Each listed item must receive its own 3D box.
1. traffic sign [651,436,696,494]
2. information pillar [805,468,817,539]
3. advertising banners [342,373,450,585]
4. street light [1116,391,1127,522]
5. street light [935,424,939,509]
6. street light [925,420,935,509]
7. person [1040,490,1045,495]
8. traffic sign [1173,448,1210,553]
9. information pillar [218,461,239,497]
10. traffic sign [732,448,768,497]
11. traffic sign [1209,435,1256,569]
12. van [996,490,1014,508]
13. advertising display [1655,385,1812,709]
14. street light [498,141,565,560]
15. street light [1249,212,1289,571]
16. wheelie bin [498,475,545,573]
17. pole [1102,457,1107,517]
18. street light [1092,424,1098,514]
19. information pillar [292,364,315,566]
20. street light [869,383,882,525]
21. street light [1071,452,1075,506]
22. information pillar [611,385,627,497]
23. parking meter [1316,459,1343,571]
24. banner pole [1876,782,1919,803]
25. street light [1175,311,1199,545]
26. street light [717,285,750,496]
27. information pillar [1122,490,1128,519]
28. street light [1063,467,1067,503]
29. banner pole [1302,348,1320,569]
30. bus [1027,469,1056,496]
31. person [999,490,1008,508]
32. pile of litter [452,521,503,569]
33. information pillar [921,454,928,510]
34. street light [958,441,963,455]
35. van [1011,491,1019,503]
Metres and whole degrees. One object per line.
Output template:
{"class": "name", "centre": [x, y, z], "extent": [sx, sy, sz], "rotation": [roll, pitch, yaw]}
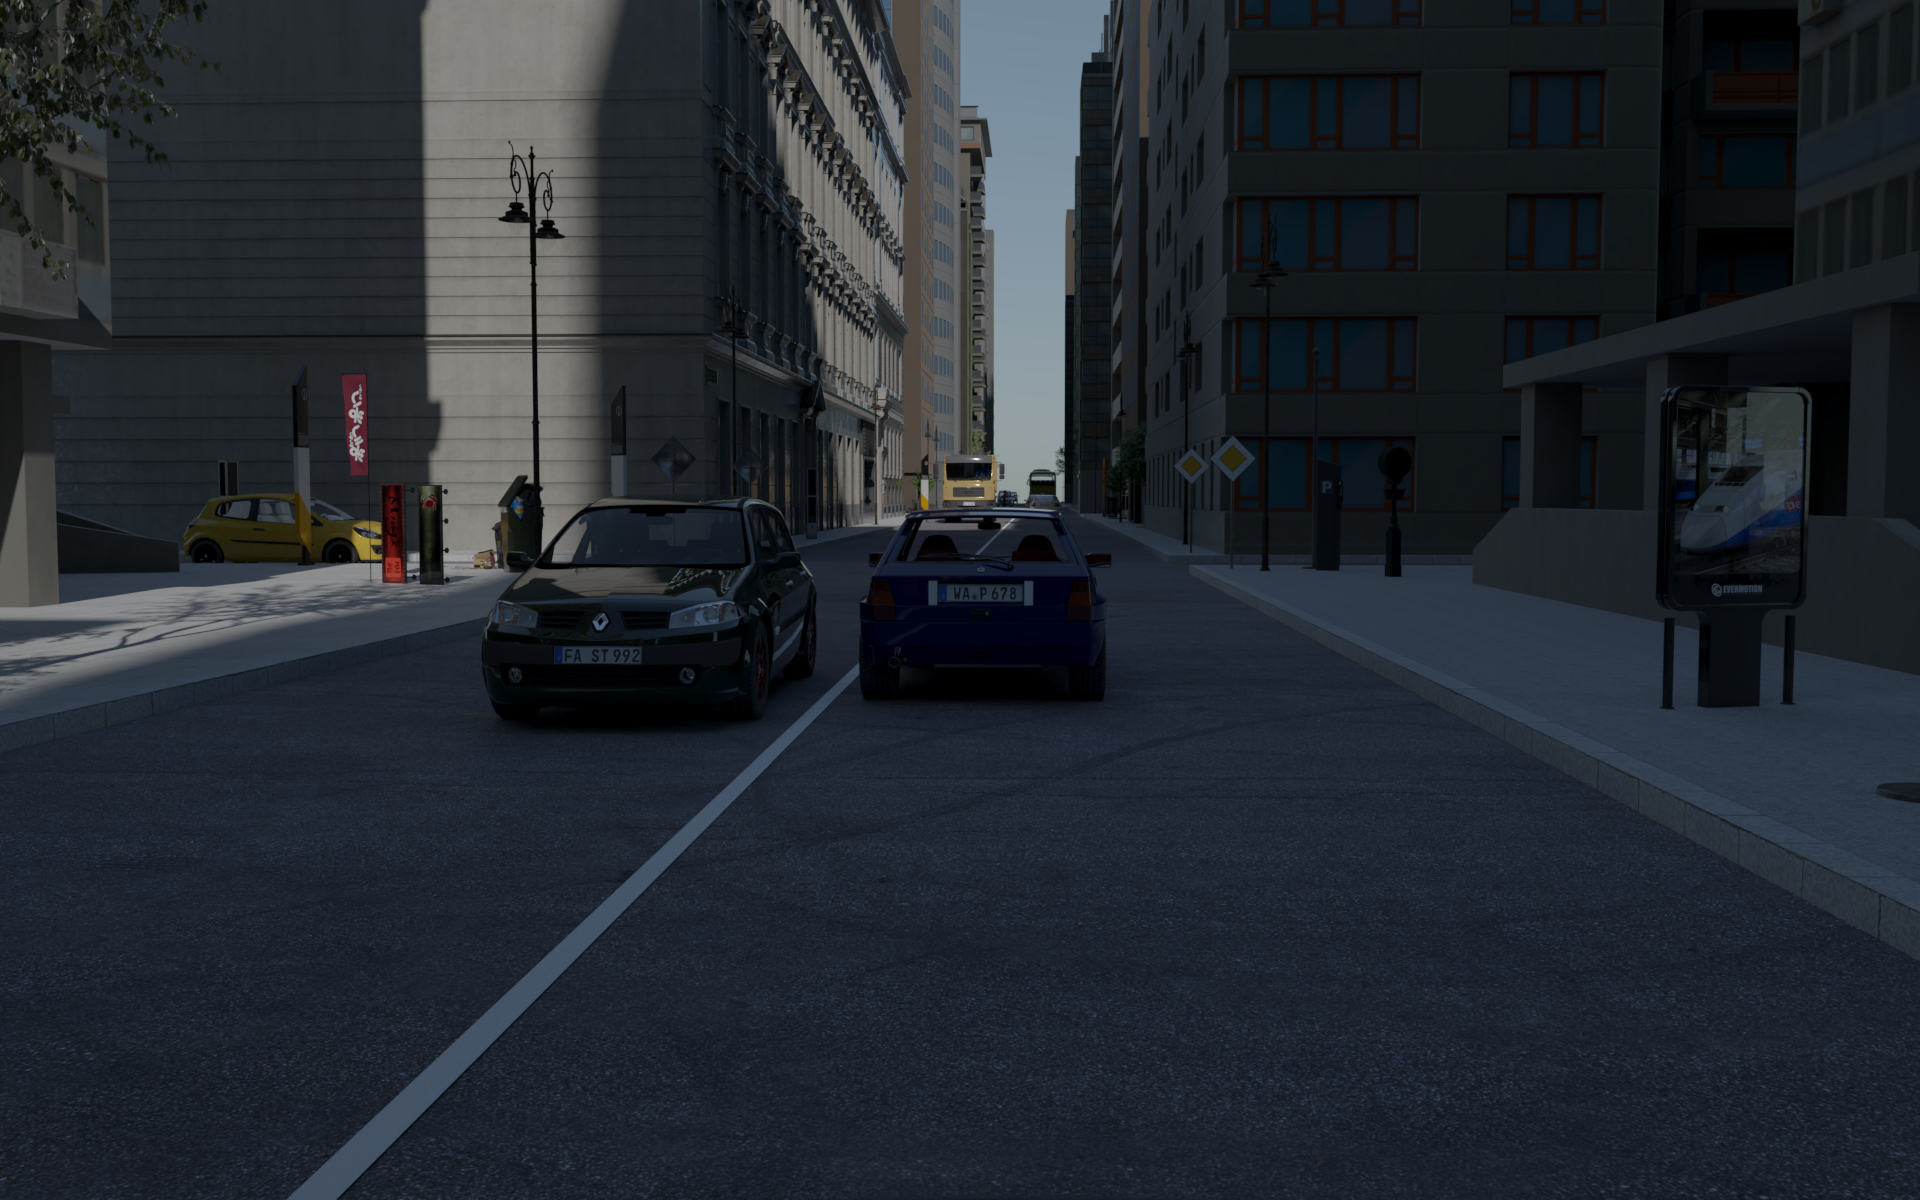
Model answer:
{"class": "traffic sign", "centre": [-4.976, -1.618, 30.100], "extent": [0.795, 2.450, 0.064], "rotation": [0, 4, 3]}
{"class": "information pillar", "centre": [-4.246, -2.752, 49.481], "extent": [0.304, 2.012, 0.304], "rotation": [-1, 4, -13]}
{"class": "advertising banners", "centre": [-8.090, -1.747, 24.751], "extent": [2.074, 3.025, 0.090], "rotation": [2, 4, 30]}
{"class": "street light", "centre": [7.257, -6.438, 78.055], "extent": [0.468, 5.910, 1.993], "rotation": [0, 4, 3]}
{"class": "street light", "centre": [-1.565, -8.699, 115.018], "extent": [0.468, 5.910, 1.993], "rotation": [0, 4, 3]}
{"class": "street light", "centre": [-1.965, -8.181, 106.552], "extent": [0.468, 5.910, 1.993], "rotation": [0, 4, 3]}
{"class": "person", "centre": [6.330, -7.521, 132.413], "extent": [0.756, 1.711, 0.436], "rotation": [2, 4, 30]}
{"class": "traffic sign", "centre": [5.021, -2.078, 37.618], "extent": [0.795, 2.450, 0.064], "rotation": [0, 4, 3]}
{"class": "information pillar", "centre": [-16.076, -2.056, 38.108], "extent": [0.304, 2.012, 0.304], "rotation": [2, 4, 35]}
{"class": "traffic sign", "centre": [-4.612, -2.106, 38.077], "extent": [0.795, 2.450, 0.064], "rotation": [0, 4, 3]}
{"class": "traffic sign", "centre": [4.657, -1.590, 29.642], "extent": [0.795, 2.450, 0.064], "rotation": [0, 4, 3]}
{"class": "van", "centre": [4.794, -10.884, 184.961], "extent": [2.013, 2.044, 4.112], "rotation": [0, 4, 1]}
{"class": "advertising display", "centre": [4.645, -0.318, 10.411], "extent": [0.974, 1.923, 0.123], "rotation": [-1, 4, -15]}
{"class": "street light", "centre": [-5.684, -3.081, 23.159], "extent": [0.468, 5.910, 1.993], "rotation": [0, 4, 3]}
{"class": "street light", "centre": [5.093, -3.422, 28.737], "extent": [0.468, 5.910, 1.993], "rotation": [0, 4, 3]}
{"class": "wheelie bin", "centre": [-7.207, -1.261, 28.525], "extent": [0.693, 1.594, 0.980], "rotation": [-2, 4, -27]}
{"class": "pole", "centre": [8.046, -6.272, 96.386], "extent": [0.158, 3.312, 0.155], "rotation": [0, 3, 0]}
{"class": "street light", "centre": [9.229, -9.019, 120.247], "extent": [0.468, 5.910, 1.993], "rotation": [0, 4, 3]}
{"class": "information pillar", "centre": [-11.794, -2.428, 31.045], "extent": [0.183, 3.616, 0.504], "rotation": [0, 4, 3]}
{"class": "street light", "centre": [-3.505, -6.082, 72.223], "extent": [0.468, 5.910, 1.993], "rotation": [0, 4, 3]}
{"class": "street light", "centre": [13.152, -14.161, 204.317], "extent": [0.468, 5.910, 1.993], "rotation": [0, 4, 3]}
{"class": "information pillar", "centre": [-7.350, -2.815, 37.380], "extent": [0.183, 3.616, 0.504], "rotation": [-3, 5, -44]}
{"class": "parking meter", "centre": [6.195, -1.427, 29.041], "extent": [0.399, 1.863, 0.255], "rotation": [2, 4, 29]}
{"class": "banner pole", "centre": [4.231, -1.040, 7.027], "extent": [0.401, 3.779, 0.863], "rotation": [-2, 4, -32]}
{"class": "street light", "centre": [5.731, -4.346, 43.842], "extent": [0.468, 5.910, 1.993], "rotation": [0, 4, 3]}
{"class": "street light", "centre": [-5.014, -4.018, 38.478], "extent": [0.468, 5.910, 1.993], "rotation": [0, 4, 3]}
{"class": "information pillar", "centre": [8.656, -5.259, 90.471], "extent": [0.304, 2.012, 0.304], "rotation": [-3, 4, -38]}
{"class": "street light", "centre": [16.170, -18.289, 271.815], "extent": [0.468, 5.910, 1.993], "rotation": [0, 4, 3]}
{"class": "banner pole", "centre": [6.132, -2.442, 29.948], "extent": [0.401, 3.779, 0.863], "rotation": [1, 4, 9]}
{"class": "bus", "centre": [8.044, -10.931, 170.266], "extent": [2.896, 3.916, 12.252], "rotation": [0, 4, 2]}
{"class": "person", "centre": [3.284, -7.418, 130.503], "extent": [0.721, 1.743, 1.217], "rotation": [-2, 4, -32]}
{"class": "pile of litter", "centre": [-7.939, -0.983, 30.036], "extent": [1.719, 0.858, 1.176], "rotation": [-1, 4, -10]}
{"class": "information pillar", "centre": [-2.037, -6.670, 100.404], "extent": [0.504, 3.616, 0.183], "rotation": [-3, 5, -39]}
{"class": "street light", "centre": [0.104, -10.763, 148.756], "extent": [0.468, 5.910, 1.993], "rotation": [0, 4, 3]}
{"class": "van", "centre": [8.137, -15.940, 267.637], "extent": [2.013, 2.044, 4.112], "rotation": [0, 4, 2]}
